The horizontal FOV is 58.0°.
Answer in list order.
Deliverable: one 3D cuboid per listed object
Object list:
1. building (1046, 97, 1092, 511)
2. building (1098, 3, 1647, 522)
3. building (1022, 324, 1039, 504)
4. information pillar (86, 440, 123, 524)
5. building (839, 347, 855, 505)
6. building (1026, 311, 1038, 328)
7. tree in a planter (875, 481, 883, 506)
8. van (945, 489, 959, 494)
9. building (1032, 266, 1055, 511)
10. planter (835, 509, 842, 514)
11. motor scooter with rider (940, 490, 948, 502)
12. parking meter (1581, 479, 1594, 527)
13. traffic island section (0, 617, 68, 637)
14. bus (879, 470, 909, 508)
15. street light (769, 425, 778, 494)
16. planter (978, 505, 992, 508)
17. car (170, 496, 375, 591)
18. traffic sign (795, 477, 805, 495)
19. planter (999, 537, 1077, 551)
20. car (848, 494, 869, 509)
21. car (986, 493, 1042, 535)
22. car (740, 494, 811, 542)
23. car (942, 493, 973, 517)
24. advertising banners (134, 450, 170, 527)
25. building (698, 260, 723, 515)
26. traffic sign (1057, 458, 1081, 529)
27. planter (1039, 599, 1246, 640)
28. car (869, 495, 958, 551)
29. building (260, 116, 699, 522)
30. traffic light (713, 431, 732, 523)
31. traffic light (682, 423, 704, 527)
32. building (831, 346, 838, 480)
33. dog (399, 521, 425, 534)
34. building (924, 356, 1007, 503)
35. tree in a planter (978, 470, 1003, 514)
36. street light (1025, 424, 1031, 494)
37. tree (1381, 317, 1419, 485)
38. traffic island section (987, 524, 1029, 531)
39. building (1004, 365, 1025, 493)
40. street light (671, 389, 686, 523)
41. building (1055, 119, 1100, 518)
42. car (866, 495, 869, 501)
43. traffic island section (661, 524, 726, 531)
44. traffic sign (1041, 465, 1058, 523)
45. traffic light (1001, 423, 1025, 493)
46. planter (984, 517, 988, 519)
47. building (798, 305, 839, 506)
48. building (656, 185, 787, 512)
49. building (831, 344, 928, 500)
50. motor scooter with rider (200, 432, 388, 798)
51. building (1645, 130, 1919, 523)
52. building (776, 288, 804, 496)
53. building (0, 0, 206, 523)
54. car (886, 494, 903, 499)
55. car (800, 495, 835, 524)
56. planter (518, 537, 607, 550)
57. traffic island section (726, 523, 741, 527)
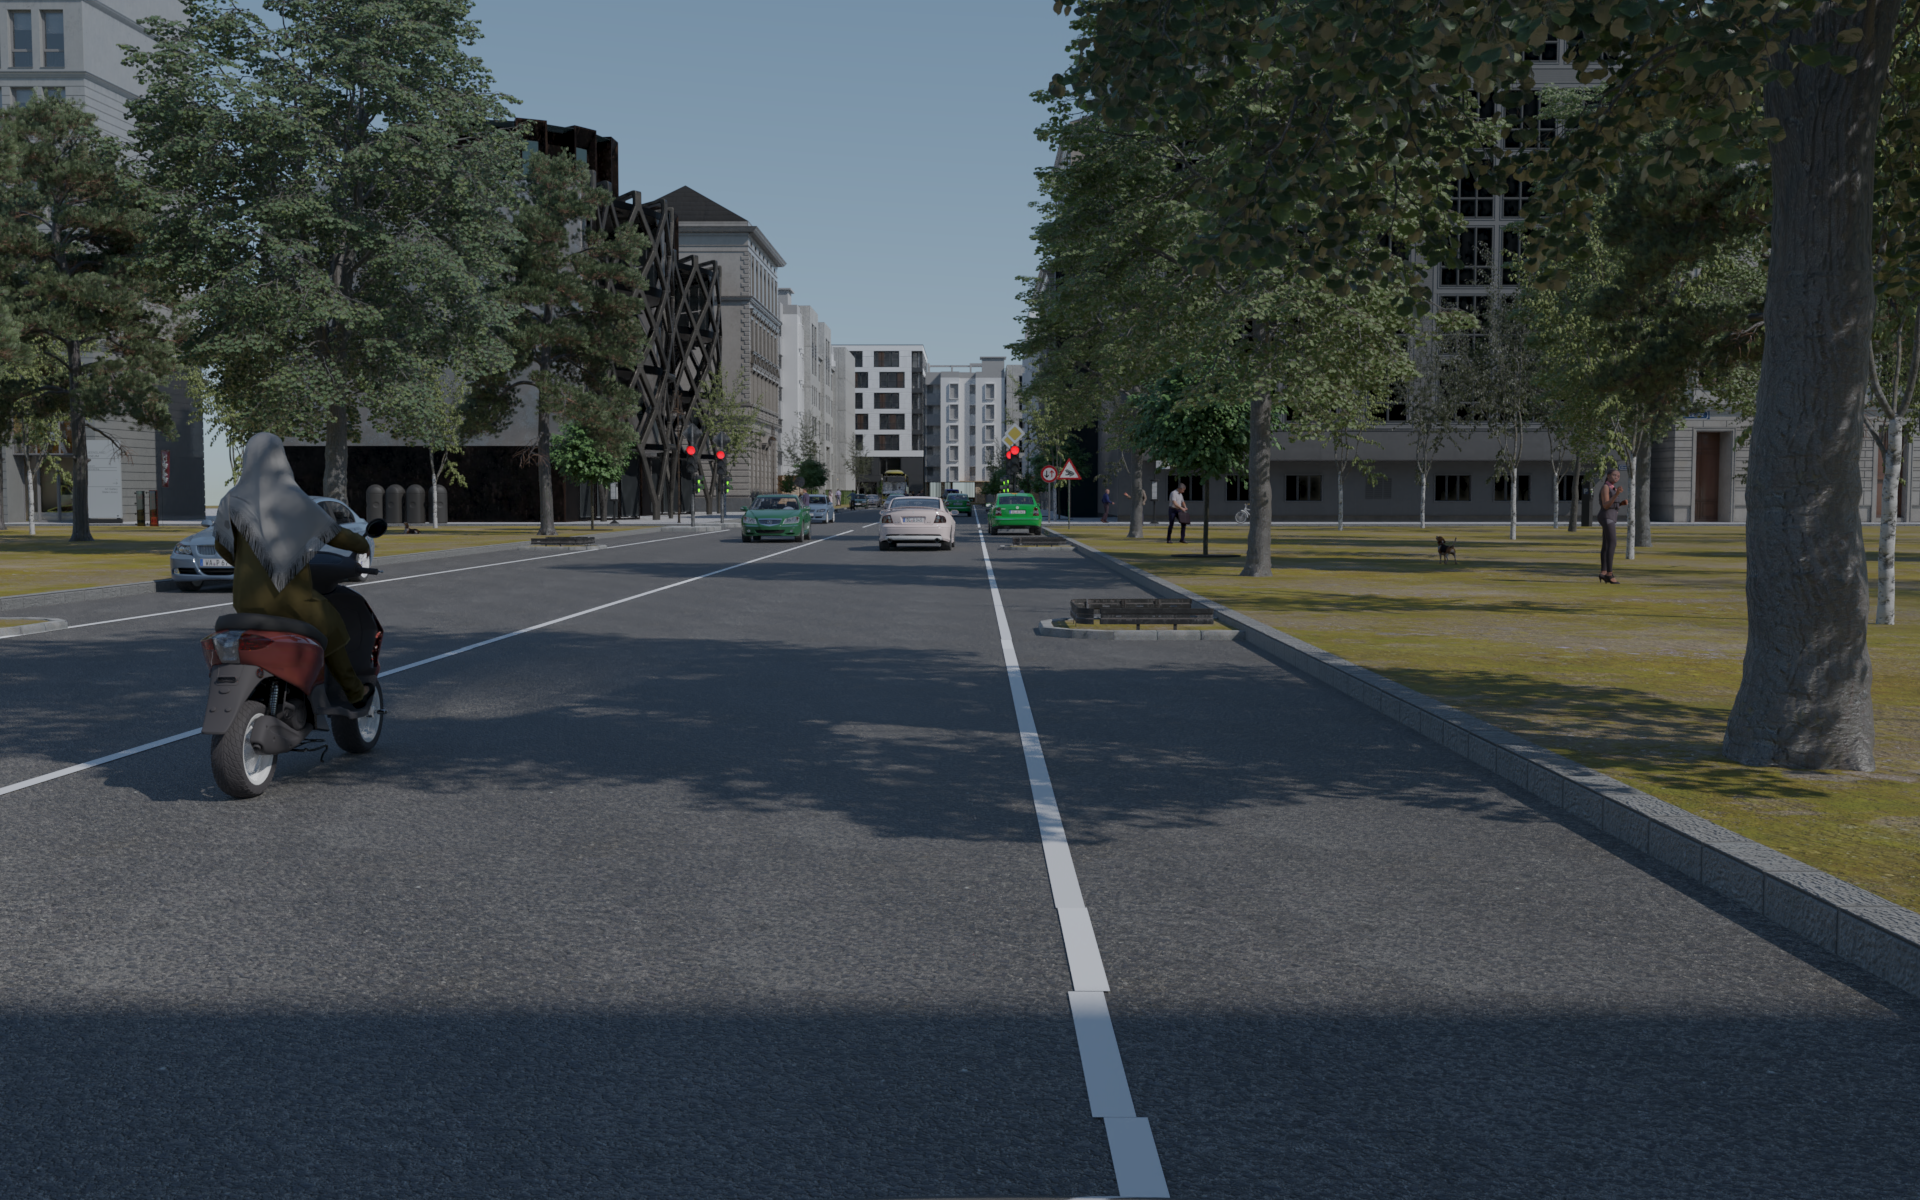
[{"bbox_3d":[13.146,-20.405,119.521,13.634,28.700,20.117,0,4,0],"label":"building"},{"bbox_3d":[19.129,-17.752,83.746,24.014,27.812,14.314,0,4,0],"label":"building"},{"bbox_3d":[14.368,-19.514,175.468,16.016,20.091,11.380,0,4,0],"label":"building"},{"bbox_3d":[-37.446,-5.149,75.508,1.656,3.620,0.184,-1,4,-9],"label":"information pillar"},{"bbox_3d":[-29.432,-21.433,216.881,31.486,18.905,16.747,0,4,0],"label":"building"},{"bbox_3d":[21.725,-22.308,208.705,27.936,21.610,32.646,0,4,0],"label":"building"},{"bbox_3d":[-9.265,-12.678,204.500,1.991,3.239,1.994,0,4,0],"label":"tree in a planter"},{"bbox_3d":[-0.982,-12.971,216.467,2.240,2.365,5.245,0,4,2],"label":"van"},{"bbox_3d":[11.843,-18.603,140.313,11.583,22.565,21.152,0,4,0],"label":"building"},{"bbox_3d":[-9.764,-6.558,128.359,1.991,0.319,1.994,0,4,0],"label":"planter"},{"bbox_3d":[-0.901,-6.670,118.023,0.876,1.779,1.986,0,4,-1],"label":"motor scooter with rider"},{"bbox_3d":[24.711,-3.822,68.206,0.255,1.863,0.399,-3,5,-41],"label":"parking meter"},{"bbox_3d":[-10.490,0.300,17.955,1.991,0.108,1.994,0,4,0],"label":"traffic island section"},{"bbox_3d":[-6.811,-11.685,182.598,2.896,3.916,12.252,0,4,0],"label":"bus"},{"bbox_3d":[-12.258,-8.615,113.636,0.468,5.910,1.993,0,4,0],"label":"street light"},{"bbox_3d":[2.867,-9.569,177.593,1.991,0.319,1.994,0,4,0],"label":"planter"},{"bbox_3d":[-10.620,-0.921,27.057,2.014,1.417,4.499,0,4,1],"label":"car"},{"bbox_3d":[-11.825,-7.808,127.764,0.768,2.556,0.104,0,4,6],"label":"traffic sign"},{"bbox_3d":[2.016,-1.455,44.927,1.991,0.319,1.994,0,4,0],"label":"planter"},{"bbox_3d":[-9.750,-9.631,167.259,2.009,1.686,4.222,0,4,0],"label":"car"},{"bbox_3d":[1.919,-3.235,61.686,1.959,1.807,4.718,0,4,-1],"label":"car"},{"bbox_3d":[-5.566,-2.508,52.804,2.131,1.459,4.920,0,4,-1],"label":"car"},{"bbox_3d":[-0.150,-6.233,110.705,1.959,1.807,4.718,0,4,0],"label":"car"},{"bbox_3d":[-31.930,-4.423,68.506,2.074,3.025,0.090,2,4,27],"label":"advertising banners"},{"bbox_3d":[-23.552,-14.735,108.377,16.820,18.784,16.811,0,4,0],"label":"building"},{"bbox_3d":[3.960,-3.844,62.851,0.884,2.594,0.081,0,4,6],"label":"traffic sign"},{"bbox_3d":[1.822,0.193,17.984,1.991,0.319,1.994,0,4,0],"label":"planter"},{"bbox_3d":[-1.095,-2.016,45.323,2.083,1.381,4.827,0,4,2],"label":"car"},{"bbox_3d":[-22.921,-13.367,86.008,16.820,18.784,16.811,0,4,0],"label":"building"},{"bbox_3d":[-10.393,-5.289,75.717,0.839,4.213,0.868,0,4,0],"label":"traffic light"},{"bbox_3d":[-10.445,-4.800,67.732,0.839,4.213,0.868,0,4,0],"label":"traffic light"},{"bbox_3d":[-22.231,-20.992,199.633,16.016,20.091,11.380,0,4,0],"label":"building"},{"bbox_3d":[-17.531,-2.304,55.407,0.748,0.427,0.550,1,4,12],"label":"dog"},{"bbox_3d":[0.723,-23.732,244.435,11.380,20.091,16.016,0,4,0],"label":"building"},{"bbox_3d":[2.542,-8.007,128.131,1.991,3.239,1.994,0,4,0],"label":"tree in a planter"},{"bbox_3d":[4.415,-8.535,112.337,0.468,5.910,1.993,0,4,0],"label":"street light"},{"bbox_3d":[17.749,-7.035,65.388,4.360,8.622,3.978,0,3,0],"label":"tree"},{"bbox_3d":[2.156,-2.783,67.779,2.009,0.180,2.903,0,4,0],"label":"traffic island section"},{"bbox_3d":[22.159,-23.149,244.947,31.486,18.905,16.747,0,4,0],"label":"building"},{"bbox_3d":[-12.429,-6.340,76.454,0.468,5.910,1.993,0,4,0],"label":"street light"},{"bbox_3d":[12.087,-16.583,100.806,12.332,23.373,15.834,0,4,0],"label":"building"},{"bbox_3d":[-9.588,-10.762,188.318,2.083,1.381,4.827,0,4,0],"label":"car"},{"bbox_3d":[-10.485,-2.788,67.866,2.009,0.180,2.903,0,4,0],"label":"traffic island section"},{"bbox_3d":[3.961,-4.693,76.829,0.768,2.556,0.104,0,4,7],"label":"traffic sign"},{"bbox_3d":[2.116,-4.796,67.666,0.839,4.213,0.868,0,4,0],"label":"traffic light"},{"bbox_3d":[2.371,-4.876,100.856,1.991,0.319,1.994,0,4,0],"label":"planter"},{"bbox_3d":[-22.293,-19.072,178.277,16.747,18.905,31.486,0,4,0],"label":"building"},{"bbox_3d":[-19.716,-18.548,132.135,11.050,23.489,19.941,0,4,0],"label":"building"},{"bbox_3d":[-21.251,-24.860,250.435,32.646,21.610,27.936,0,4,0],"label":"building"},{"bbox_3d":[-3.333,0.013,8.755,0.876,1.779,1.986,0,4,2],"label":"motor scooter with rider"},{"bbox_3d":[42.042,-15.066,82.482,21.152,22.565,11.583,0,4,0],"label":"building"},{"bbox_3d":[-22.099,-18.375,156.845,16.016,20.091,11.380,0,4,0],"label":"building"},{"bbox_3d":[-53.096,-18.606,81.708,29.804,29.767,11.434,0,4,0],"label":"building"},{"bbox_3d":[-5.837,-9.226,159.645,1.959,1.807,4.718,0,4,-1],"label":"car"},{"bbox_3d":[-7.186,-4.463,84.968,2.014,1.417,4.499,0,4,2],"label":"car"},{"bbox_3d":[-10.310,-1.472,45.214,1.991,0.319,1.994,0,4,0],"label":"planter"},{"bbox_3d":[-10.433,-3.276,75.851,2.009,0.180,2.903,0,4,0],"label":"traffic island section"}]
